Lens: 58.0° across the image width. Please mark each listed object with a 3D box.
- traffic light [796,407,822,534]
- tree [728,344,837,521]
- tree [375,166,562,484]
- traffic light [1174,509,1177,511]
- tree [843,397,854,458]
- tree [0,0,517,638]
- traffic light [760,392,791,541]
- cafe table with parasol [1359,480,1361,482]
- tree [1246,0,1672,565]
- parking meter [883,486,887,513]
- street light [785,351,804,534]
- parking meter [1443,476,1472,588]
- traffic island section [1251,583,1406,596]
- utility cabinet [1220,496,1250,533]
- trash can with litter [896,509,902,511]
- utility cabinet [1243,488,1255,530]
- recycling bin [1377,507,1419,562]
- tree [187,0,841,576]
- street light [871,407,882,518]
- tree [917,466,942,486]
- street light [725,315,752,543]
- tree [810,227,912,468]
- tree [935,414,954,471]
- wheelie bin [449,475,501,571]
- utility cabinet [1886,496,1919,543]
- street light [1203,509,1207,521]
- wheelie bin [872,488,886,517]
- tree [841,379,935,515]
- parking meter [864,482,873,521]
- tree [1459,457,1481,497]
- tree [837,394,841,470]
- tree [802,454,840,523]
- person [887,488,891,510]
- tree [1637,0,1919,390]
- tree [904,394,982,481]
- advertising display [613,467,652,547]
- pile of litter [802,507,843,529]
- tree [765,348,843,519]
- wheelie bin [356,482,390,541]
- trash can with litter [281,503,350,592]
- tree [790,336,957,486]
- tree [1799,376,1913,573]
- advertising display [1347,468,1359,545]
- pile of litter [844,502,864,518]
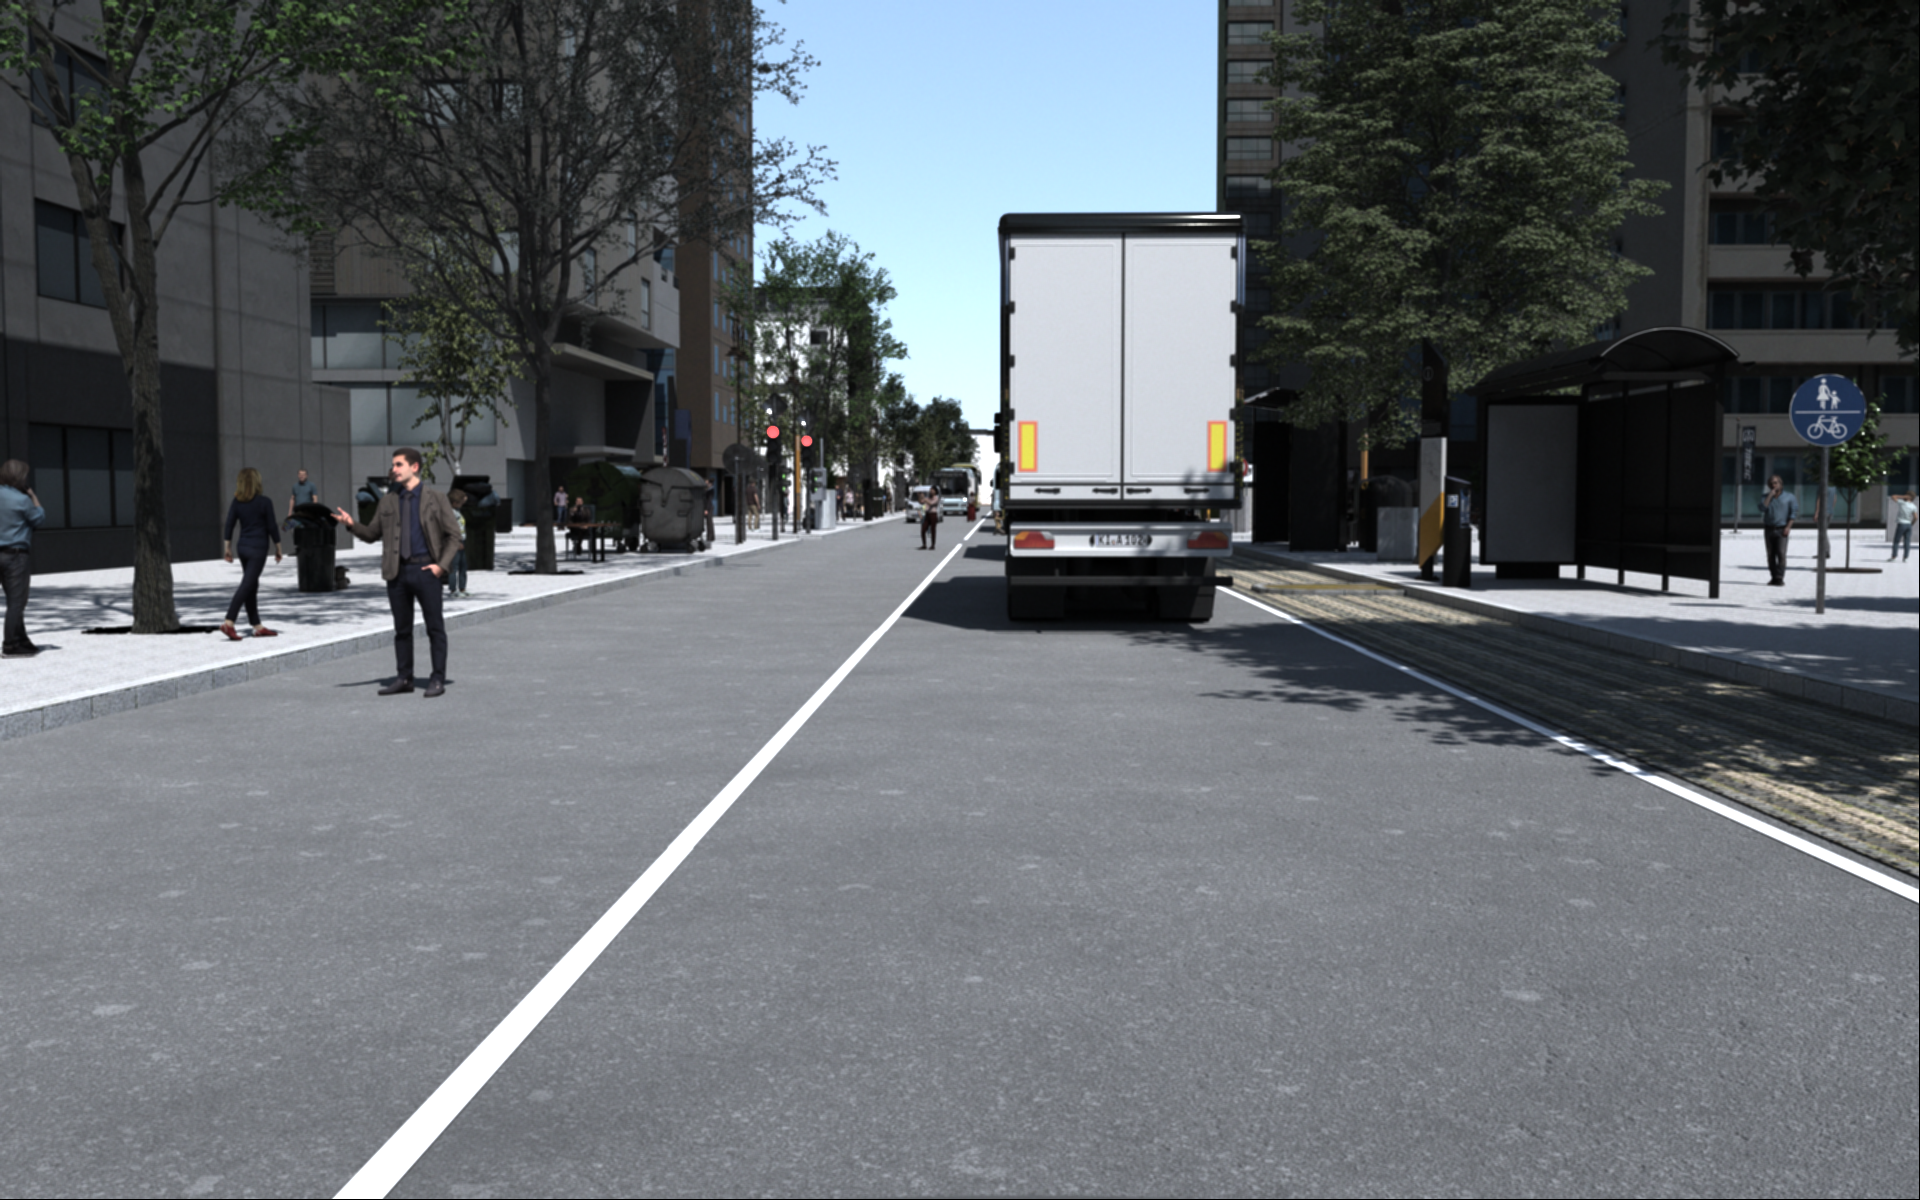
[{"bbox_3d":[-4.876,-4.087,55.743,0.839,4.253,0.868,0,4,2],"label":"traffic light"},{"bbox_3d":[-9.207,-8.085,82.551,4.737,8.622,4.395,0,3,0],"label":"tree"},{"bbox_3d":[-11.494,-5.473,39.852,4.737,8.622,4.395,0,3,0],"label":"tree"},{"bbox_3d":[5.864,-3.582,47.479,0.839,4.253,0.868,0,4,2],"label":"traffic light"},{"bbox_3d":[-9.269,-10.455,121.298,4.360,8.622,3.978,0,3,0],"label":"tree"},{"bbox_3d":[-7.603,-5.495,15.595,9.928,11.665,9.643,0,3,0],"label":"tree"},{"bbox_3d":[-5.093,-3.599,47.761,0.839,4.253,0.868,0,4,2],"label":"traffic light"},{"bbox_3d":[16.013,-4.046,71.025,2.610,1.966,2.610,0,4,-3],"label":"cafe table with parasol"},{"bbox_3d":[8.881,-6.914,31.164,7.486,12.596,7.792,0,3,0],"label":"tree"},{"bbox_3d":[-5.134,-6.946,119.285,0.255,1.863,0.399,0,4,2],"label":"parking meter"},{"bbox_3d":[-5.352,-5.091,56.029,0.468,5.910,1.993,0,4,2],"label":"street light"},{"bbox_3d":[6.856,-0.945,23.867,0.372,1.533,0.369,0,3,0],"label":"parking meter"},{"bbox_3d":[5.295,-0.147,25.266,1.991,0.108,1.994,0,4,2],"label":"traffic island section"},{"bbox_3d":[9.164,-2.852,57.791,1.020,1.237,0.306,3,5,43],"label":"utility cabinet"},{"bbox_3d":[-4.694,-7.321,131.080,0.624,1.170,1.055,-2,4,-24],"label":"trash can with litter"},{"bbox_3d":[10.553,-3.214,61.235,1.173,1.500,0.318,0,4,-5],"label":"utility cabinet"},{"bbox_3d":[8.466,-1.270,33.322,0.722,1.027,0.722,2,4,28],"label":"recycling bin"},{"bbox_3d":[-6.715,-7.160,27.430,12.009,13.543,11.850,0,3,0],"label":"tree"},{"bbox_3d":[-4.419,-7.280,91.810,0.468,5.910,1.993,0,4,2],"label":"street light"},{"bbox_3d":[-2.826,-12.049,180.712,4.285,4.588,4.351,0,3,0],"label":"tree"},{"bbox_3d":[-5.729,-4.410,44.897,0.468,5.910,1.993,0,4,2],"label":"street light"},{"bbox_3d":[-5.680,-8.763,69.029,9.928,11.665,9.643,0,3,0],"label":"tree"},{"bbox_3d":[-2.712,-12.587,156.155,4.737,8.622,4.395,0,3,0],"label":"tree"},{"bbox_3d":[-8.197,-1.304,29.234,0.980,1.594,0.693,-3,5,-43],"label":"wheelie bin"},{"bbox_3d":[25.044,-2.114,45.718,1.020,1.237,0.306,2,4,33],"label":"utility cabinet"},{"bbox_3d":[8.293,-5.240,58.456,0.468,5.910,1.993,0,4,2],"label":"street light"},{"bbox_3d":[-4.640,-5.431,96.711,0.980,1.594,0.693,0,4,-8],"label":"wheelie bin"},{"bbox_3d":[-4.379,-9.583,107.049,4.737,8.622,4.395,0,3,0],"label":"tree"},{"bbox_3d":[-4.454,-4.781,83.882,0.399,1.863,0.255,3,4,37],"label":"parking meter"},{"bbox_3d":[24.661,-5.329,81.723,1.663,3.219,1.824,0,3,0],"label":"tree"},{"bbox_3d":[-9.448,-9.651,108.162,4.737,8.622,4.395,0,3,0],"label":"tree"},{"bbox_3d":[-5.909,-4.996,76.284,1.663,3.219,1.824,0,3,0],"label":"tree"},{"bbox_3d":[-5.698,-8.076,138.177,0.705,1.812,1.348,0,4,-1],"label":"person"},{"bbox_3d":[7.608,-5.639,9.201,9.611,12.733,9.660,0,3,0],"label":"tree"},{"bbox_3d":[-1.961,-17.129,197.063,9.611,12.733,9.660,0,3,0],"label":"tree"},{"bbox_3d":[-7.963,-2.249,41.991,0.974,1.923,0.123,0,4,-4],"label":"advertising display"},{"bbox_3d":[-5.308,-3.087,64.436,1.176,0.858,1.719,1,4,21],"label":"pile of litter"},{"bbox_3d":[-8.069,-8.409,87.847,4.360,8.622,3.978,0,3,0],"label":"tree"},{"bbox_3d":[-16.061,-2.406,47.245,0.693,1.594,0.980,0,3,0],"label":"wheelie bin"},{"bbox_3d":[-8.495,-0.706,22.927,0.624,1.170,1.055,0,4,-2],"label":"trash can with litter"},{"bbox_3d":[-5.296,-10.107,99.657,7.601,10.594,8.767,3,4,39],"label":"tree"},{"bbox_3d":[14.761,-2.071,28.456,1.663,3.219,1.824,0,3,0],"label":"tree"},{"bbox_3d":[9.734,-2.354,43.697,0.123,1.923,0.974,-1,4,-19],"label":"advertising display"},{"bbox_3d":[-5.897,-4.833,92.984,1.719,0.858,1.176,2,4,25],"label":"pile of litter"}]
